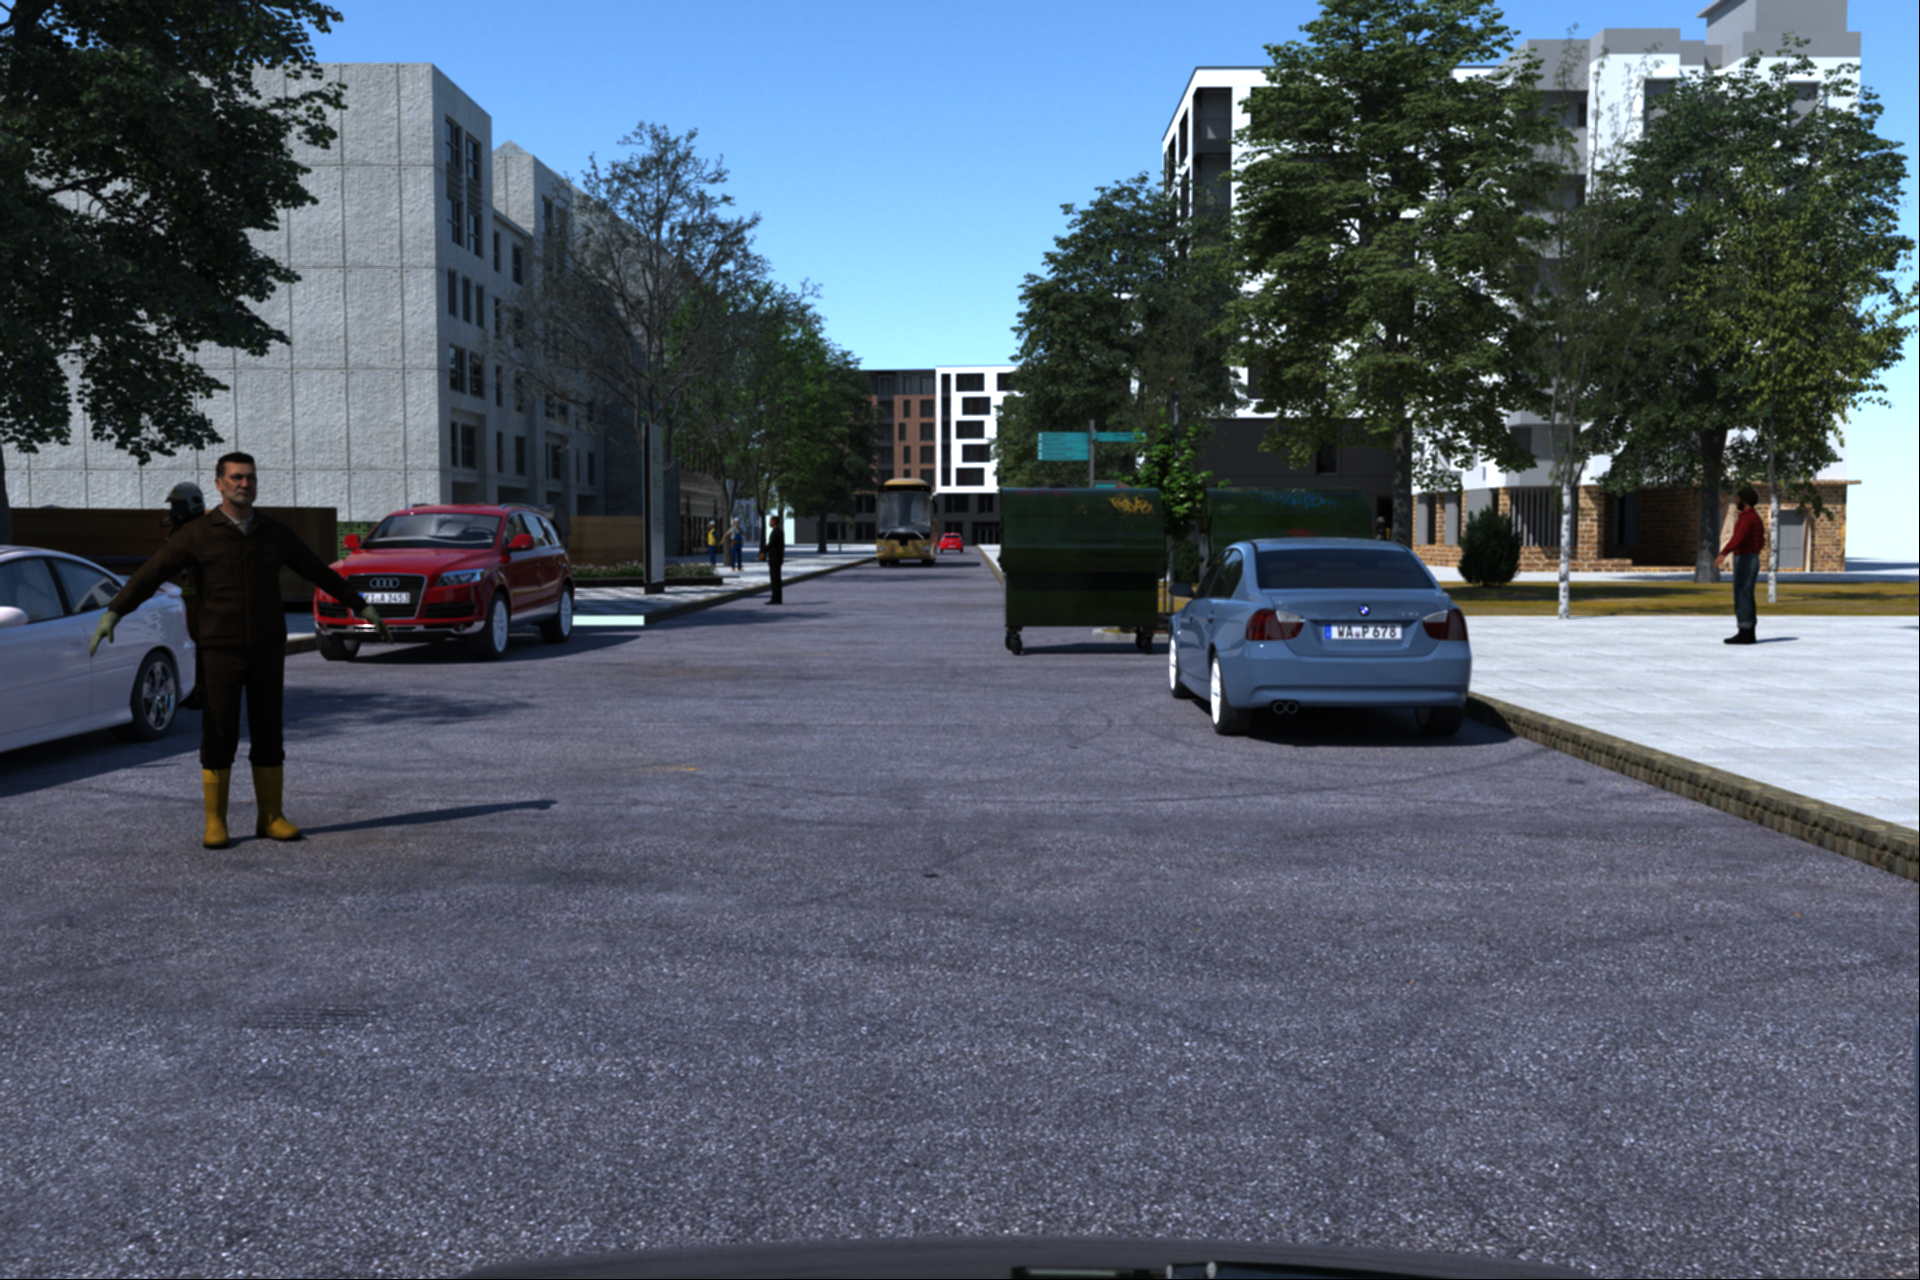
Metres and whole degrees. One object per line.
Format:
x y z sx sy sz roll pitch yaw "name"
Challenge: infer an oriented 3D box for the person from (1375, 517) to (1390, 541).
14.205 -3.231 58.607 0.705 1.856 1.354 2 4 23 "person"

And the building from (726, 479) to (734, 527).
-27.352 -18.382 156.966 16.016 20.090 11.380 0 4 1 "building"

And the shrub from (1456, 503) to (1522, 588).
12.732 -2.278 41.663 1.690 2.028 1.600 0 3 0 "shrub"

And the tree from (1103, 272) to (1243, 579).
5.726 -6.046 49.212 4.360 8.622 3.978 0 3 0 "tree"

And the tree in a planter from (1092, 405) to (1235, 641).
2.861 -1.642 24.072 1.991 3.239 1.994 0 4 1 "tree in a planter"

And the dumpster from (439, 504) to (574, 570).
-6.619 -1.027 25.007 1.865 1.857 1.264 0 4 0 "dumpster"

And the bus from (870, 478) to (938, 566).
-2.389 -5.414 80.060 2.896 3.916 12.252 0 4 0 "bus"

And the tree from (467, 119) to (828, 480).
-9.061 -8.590 50.810 12.009 13.543 11.850 0 3 0 "tree"

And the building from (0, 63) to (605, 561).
-28.221 -13.127 81.077 16.747 18.905 31.486 0 4 0 "building"

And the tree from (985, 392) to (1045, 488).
6.691 -13.844 133.004 9.857 13.997 8.962 0 3 0 "tree"

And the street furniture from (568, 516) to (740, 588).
-9.294 -2.252 43.677 11.010 1.723 9.812 -2 4 -32 "street furniture"

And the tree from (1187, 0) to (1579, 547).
8.133 -7.040 33.234 7.486 12.596 7.792 0 3 0 "tree"

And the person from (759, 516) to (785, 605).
-3.783 -1.625 35.252 0.704 1.802 1.346 1 4 11 "person"

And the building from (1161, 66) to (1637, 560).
24.443 -15.185 92.250 27.936 21.610 32.646 0 4 1 "building"

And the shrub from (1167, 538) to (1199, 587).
5.538 -1.903 42.233 1.383 1.207 1.383 0 3 0 "shrub"

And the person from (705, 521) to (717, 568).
-9.479 -3.625 65.731 0.721 1.772 1.216 -2 4 -23 "person"

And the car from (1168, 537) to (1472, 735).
2.699 -0.100 13.632 2.014 1.417 4.499 0 4 1 "car"

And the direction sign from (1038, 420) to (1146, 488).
3.073 -3.131 39.953 2.525 3.948 1.411 0 4 1 "direction sign"

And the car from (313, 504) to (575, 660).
-6.209 -0.776 21.358 2.281 1.827 5.304 0 4 1 "car"

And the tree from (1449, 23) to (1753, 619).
8.911 -4.625 25.982 4.360 8.622 3.978 0 3 0 "tree"

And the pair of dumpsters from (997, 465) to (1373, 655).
2.662 -0.981 20.998 4.436 2.255 1.574 0 4 -1 "pair of dumpsters"

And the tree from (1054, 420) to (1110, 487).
6.612 -8.681 92.300 4.737 8.622 4.395 0 3 0 "tree"

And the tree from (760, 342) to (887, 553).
-9.324 -12.852 116.783 9.857 13.997 8.962 0 3 0 "tree"

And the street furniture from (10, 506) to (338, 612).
-13.461 -1.452 30.593 9.812 1.723 11.010 -3 5 -43 "street furniture"

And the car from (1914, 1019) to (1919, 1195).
2.609 0.657 1.268 2.014 1.417 4.499 0 4 0 "car"

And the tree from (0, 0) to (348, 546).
-12.848 -7.083 22.456 9.857 13.997 8.962 0 3 0 "tree"

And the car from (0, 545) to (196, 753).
-6.486 0.103 10.686 2.083 1.381 4.827 0 4 1 "car"

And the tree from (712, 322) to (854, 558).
-9.454 -10.603 91.493 7.486 12.596 7.792 0 3 0 "tree"

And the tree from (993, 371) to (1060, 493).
5.866 -12.127 116.407 7.486 12.596 7.792 0 3 0 "tree"

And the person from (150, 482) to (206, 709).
-6.352 -0.368 14.241 1.354 1.858 0.705 2 4 29 "person"

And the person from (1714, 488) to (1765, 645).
9.142 -0.863 20.225 0.704 1.816 1.345 3 5 41 "person"

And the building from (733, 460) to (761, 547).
-25.854 -14.924 186.155 9.099 9.664 28.070 0 4 0 "building"

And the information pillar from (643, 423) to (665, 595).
-6.616 -2.821 37.437 0.184 3.620 1.656 0 4 -1 "information pillar"

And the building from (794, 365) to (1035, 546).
-3.066 -23.065 223.546 32.646 21.610 27.936 1 4 8 "building"

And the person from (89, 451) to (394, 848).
-3.320 0.035 8.029 1.346 1.812 0.704 -3 5 -39 "person"

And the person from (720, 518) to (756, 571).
-7.743 -3.320 60.141 1.347 1.847 0.705 -2 4 -34 "person"

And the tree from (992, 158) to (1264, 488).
5.658 -9.377 59.969 9.857 13.997 8.962 0 3 0 "tree"

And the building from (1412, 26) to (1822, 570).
24.073 -13.118 70.907 16.016 20.090 11.380 0 4 0 "building"

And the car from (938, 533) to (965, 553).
-0.655 -7.603 133.343 2.155 1.783 4.494 0 4 -1 "car"

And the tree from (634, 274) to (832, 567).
-8.983 -8.675 67.591 9.928 11.665 9.643 0 3 0 "tree"

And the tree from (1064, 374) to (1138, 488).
6.046 -7.506 73.081 4.360 8.622 3.978 0 3 0 "tree"

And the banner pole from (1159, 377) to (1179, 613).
3.391 -2.288 27.420 0.401 3.779 0.863 0 4 -1 "banner pole"

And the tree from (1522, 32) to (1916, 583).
19.697 -8.489 45.455 9.857 13.997 8.962 0 3 0 "tree"

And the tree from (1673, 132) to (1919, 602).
15.483 -5.005 32.202 4.737 8.622 4.395 0 3 0 "tree"

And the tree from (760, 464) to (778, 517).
-26.172 -17.360 218.249 7.601 10.594 8.767 0 4 -2 "tree"

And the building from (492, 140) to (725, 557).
-25.000 -16.830 106.094 19.493 23.208 18.063 0 4 1 "building"

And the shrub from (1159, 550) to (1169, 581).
5.145 -2.153 46.323 1.383 1.207 1.383 0 3 0 "shrub"

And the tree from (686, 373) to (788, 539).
-9.931 -7.540 73.649 4.360 8.622 3.978 0 3 0 "tree"

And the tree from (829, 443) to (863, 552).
-8.884 -10.778 126.583 4.737 8.622 4.395 0 3 0 "tree"

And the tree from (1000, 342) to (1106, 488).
6.235 -11.259 102.217 7.486 12.596 7.792 0 3 0 "tree"

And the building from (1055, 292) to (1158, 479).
22.485 -19.477 162.431 27.936 21.610 32.646 0 3 0 "building"

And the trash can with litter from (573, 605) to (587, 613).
-6.885 -1.094 28.938 1.678 1.210 2.233 0 4 1 "trash can with litter"

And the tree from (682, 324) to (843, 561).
-9.369 -9.531 81.591 9.928 11.665 9.643 0 3 0 "tree"
